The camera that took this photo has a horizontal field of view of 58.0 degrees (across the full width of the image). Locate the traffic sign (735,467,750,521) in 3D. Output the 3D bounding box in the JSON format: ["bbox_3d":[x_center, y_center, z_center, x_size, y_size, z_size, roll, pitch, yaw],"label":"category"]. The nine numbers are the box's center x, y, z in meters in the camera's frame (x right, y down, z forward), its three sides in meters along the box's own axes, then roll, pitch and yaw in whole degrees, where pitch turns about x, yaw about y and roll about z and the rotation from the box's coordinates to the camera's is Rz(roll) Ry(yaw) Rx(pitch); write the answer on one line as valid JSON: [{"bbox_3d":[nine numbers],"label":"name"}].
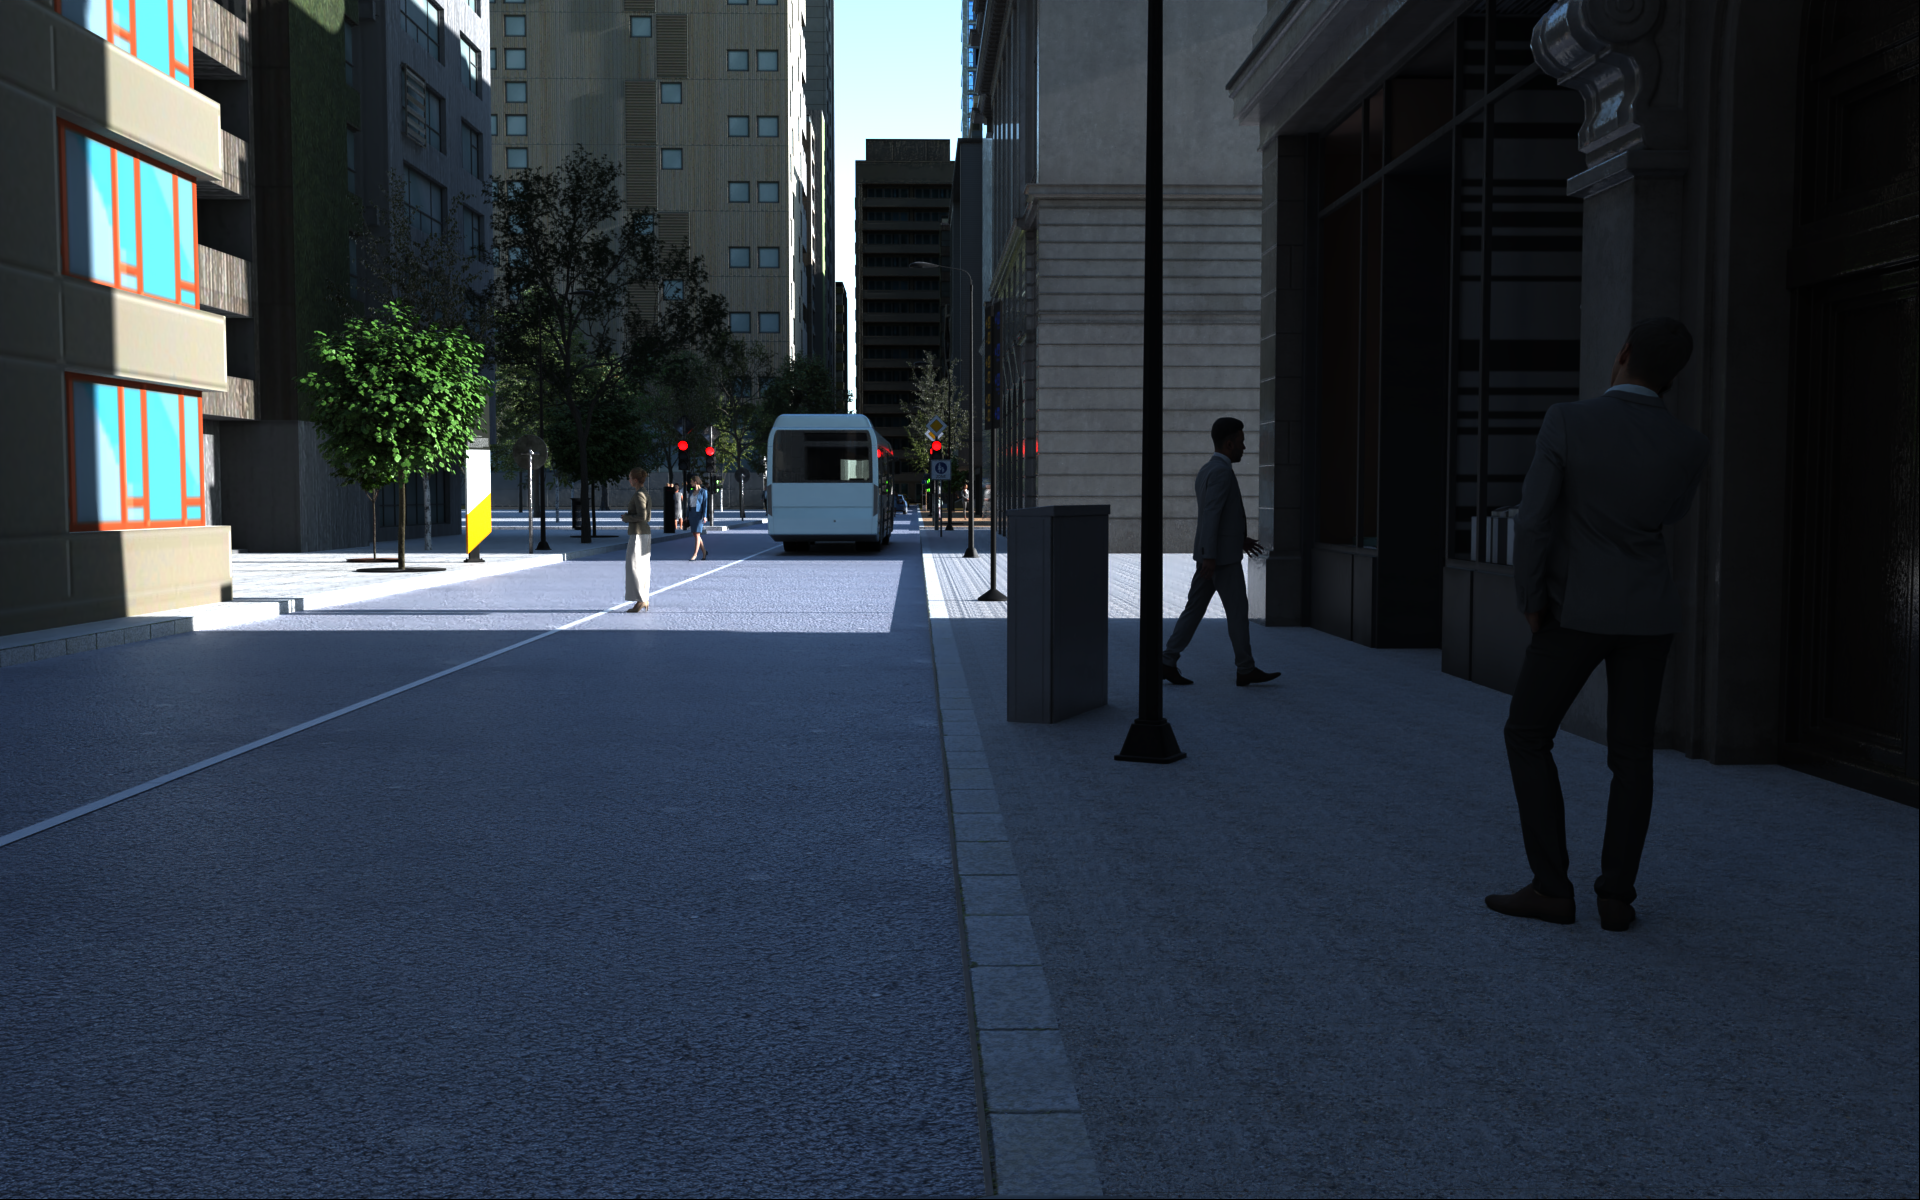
[{"bbox_3d":[-10.387,-5.049,82.654,0.768,2.556,0.104,0,4,7],"label":"traffic sign"}]

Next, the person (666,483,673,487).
[{"bbox_3d":[-14.470,-4.902,86.165,0.573,1.828,0.580,1,4,20],"label":"person"}]

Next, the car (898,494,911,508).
[{"bbox_3d":[-6.291,-10.737,185.769,2.015,1.641,3.980,0,4,-2],"label":"car"}]

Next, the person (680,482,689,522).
[{"bbox_3d":[-10.990,-3.848,69.187,0.478,1.798,0.641,1,4,21],"label":"person"}]

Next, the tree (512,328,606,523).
[{"bbox_3d":[-17.902,-7.796,77.824,4.737,8.622,4.395,0,3,0],"label":"tree"}]

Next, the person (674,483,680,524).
[{"bbox_3d":[-12.201,-4.150,74.471,0.480,1.755,0.524,-3,5,-41],"label":"person"}]

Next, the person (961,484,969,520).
[{"bbox_3d":[0.392,-4.940,87.093,0.573,1.790,0.520,2,4,34],"label":"person"}]

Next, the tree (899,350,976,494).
[{"bbox_3d":[-1.052,-8.433,88.241,4.360,8.622,3.978,0,3,0],"label":"tree"}]

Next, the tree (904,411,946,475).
[{"bbox_3d":[-2.642,-12.077,147.821,4.737,8.622,4.395,0,3,0],"label":"tree"}]

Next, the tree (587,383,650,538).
[{"bbox_3d":[-10.844,-4.150,51.568,4.285,4.588,4.351,0,3,0],"label":"tree"}]

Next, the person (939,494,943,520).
[{"bbox_3d":[-1.074,-4.528,84.353,0.425,1.301,0.394,-3,4,-36],"label":"person"}]

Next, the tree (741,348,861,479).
[{"bbox_3d":[-12.387,-13.406,136.201,9.611,12.733,9.660,0,3,0],"label":"tree"}]

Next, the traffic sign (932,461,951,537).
[{"bbox_3d":[-0.565,-3.036,51.762,0.606,2.300,0.079,0,4,0],"label":"traffic sign"}]

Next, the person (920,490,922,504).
[{"bbox_3d":[-4.656,-12.693,214.301,0.721,1.736,1.217,0,4,-4],"label":"person"}]

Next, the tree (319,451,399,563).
[{"bbox_3d":[-11.225,-2.331,32.707,1.663,3.219,1.824,0,3,0],"label":"tree"}]

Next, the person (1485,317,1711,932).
[{"bbox_3d":[1.903,0.064,5.185,0.592,1.802,0.473,1,4,12],"label":"person"}]

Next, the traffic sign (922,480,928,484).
[{"bbox_3d":[-2.605,-8.255,135.076,0.768,2.556,0.104,1,4,8],"label":"traffic sign"}]

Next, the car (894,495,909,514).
[{"bbox_3d":[-4.691,-6.871,124.343,2.014,1.417,4.499,0,4,0],"label":"car"}]

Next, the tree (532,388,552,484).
[{"bbox_3d":[-27.227,-9.936,112.821,4.360,8.622,3.978,0,3,0],"label":"tree"}]

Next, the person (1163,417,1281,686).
[{"bbox_3d":[1.714,-0.323,11.594,0.850,1.792,0.678,0,4,-5],"label":"person"}]

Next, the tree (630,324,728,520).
[{"bbox_3d":[-11.618,-7.499,72.972,4.360,8.622,3.978,0,3,0],"label":"tree"}]

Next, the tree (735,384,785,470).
[{"bbox_3d":[-12.408,-10.065,114.930,4.737,8.622,4.395,0,3,0],"label":"tree"}]

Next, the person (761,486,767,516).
[{"bbox_3d":[-11.536,-5.922,103.268,0.661,1.777,0.834,0,4,6],"label":"person"}]

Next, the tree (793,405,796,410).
[{"bbox_3d":[-12.110,-9.731,93.513,7.601,10.594,8.767,0,4,-1],"label":"tree"}]

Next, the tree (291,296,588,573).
[{"bbox_3d":[-9.373,-2.754,28.745,4.285,4.588,4.351,0,3,0],"label":"tree"}]

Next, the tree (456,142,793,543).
[{"bbox_3d":[-9.701,-6.784,45.335,8.767,10.594,7.601,1,4,9],"label":"tree"}]

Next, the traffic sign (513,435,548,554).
[{"bbox_3d":[-9.224,-2.267,37.172,0.768,2.556,0.104,0,4,3],"label":"traffic sign"}]

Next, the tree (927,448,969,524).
[{"bbox_3d":[-0.277,-4.815,73.328,1.663,3.219,1.824,0,3,0],"label":"tree"}]

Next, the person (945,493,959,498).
[{"bbox_3d":[-0.686,-8.731,149.310,1.217,1.766,0.721,1,4,16],"label":"person"}]

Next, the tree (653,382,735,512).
[{"bbox_3d":[-16.618,-9.537,106.297,4.737,8.622,4.395,0,3,0],"label":"tree"}]

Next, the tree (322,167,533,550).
[{"bbox_3d":[-12.146,-5.432,39.184,4.360,8.622,3.978,0,3,0],"label":"tree"}]

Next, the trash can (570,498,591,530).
[{"bbox_3d":[-13.556,-3.073,61.903,0.748,1.137,0.748,0,3,0],"label":"trash can"}]

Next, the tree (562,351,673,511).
[{"bbox_3d":[-27.822,-13.359,135.427,9.611,12.733,9.660,0,3,0],"label":"tree"}]

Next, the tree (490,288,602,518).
[{"bbox_3d":[-22.682,-10.744,93.798,7.486,12.596,7.792,0,3,0],"label":"tree"}]

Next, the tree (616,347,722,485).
[{"bbox_3d":[-19.395,-11.602,115.453,9.928,11.665,9.643,0,3,0],"label":"tree"}]
